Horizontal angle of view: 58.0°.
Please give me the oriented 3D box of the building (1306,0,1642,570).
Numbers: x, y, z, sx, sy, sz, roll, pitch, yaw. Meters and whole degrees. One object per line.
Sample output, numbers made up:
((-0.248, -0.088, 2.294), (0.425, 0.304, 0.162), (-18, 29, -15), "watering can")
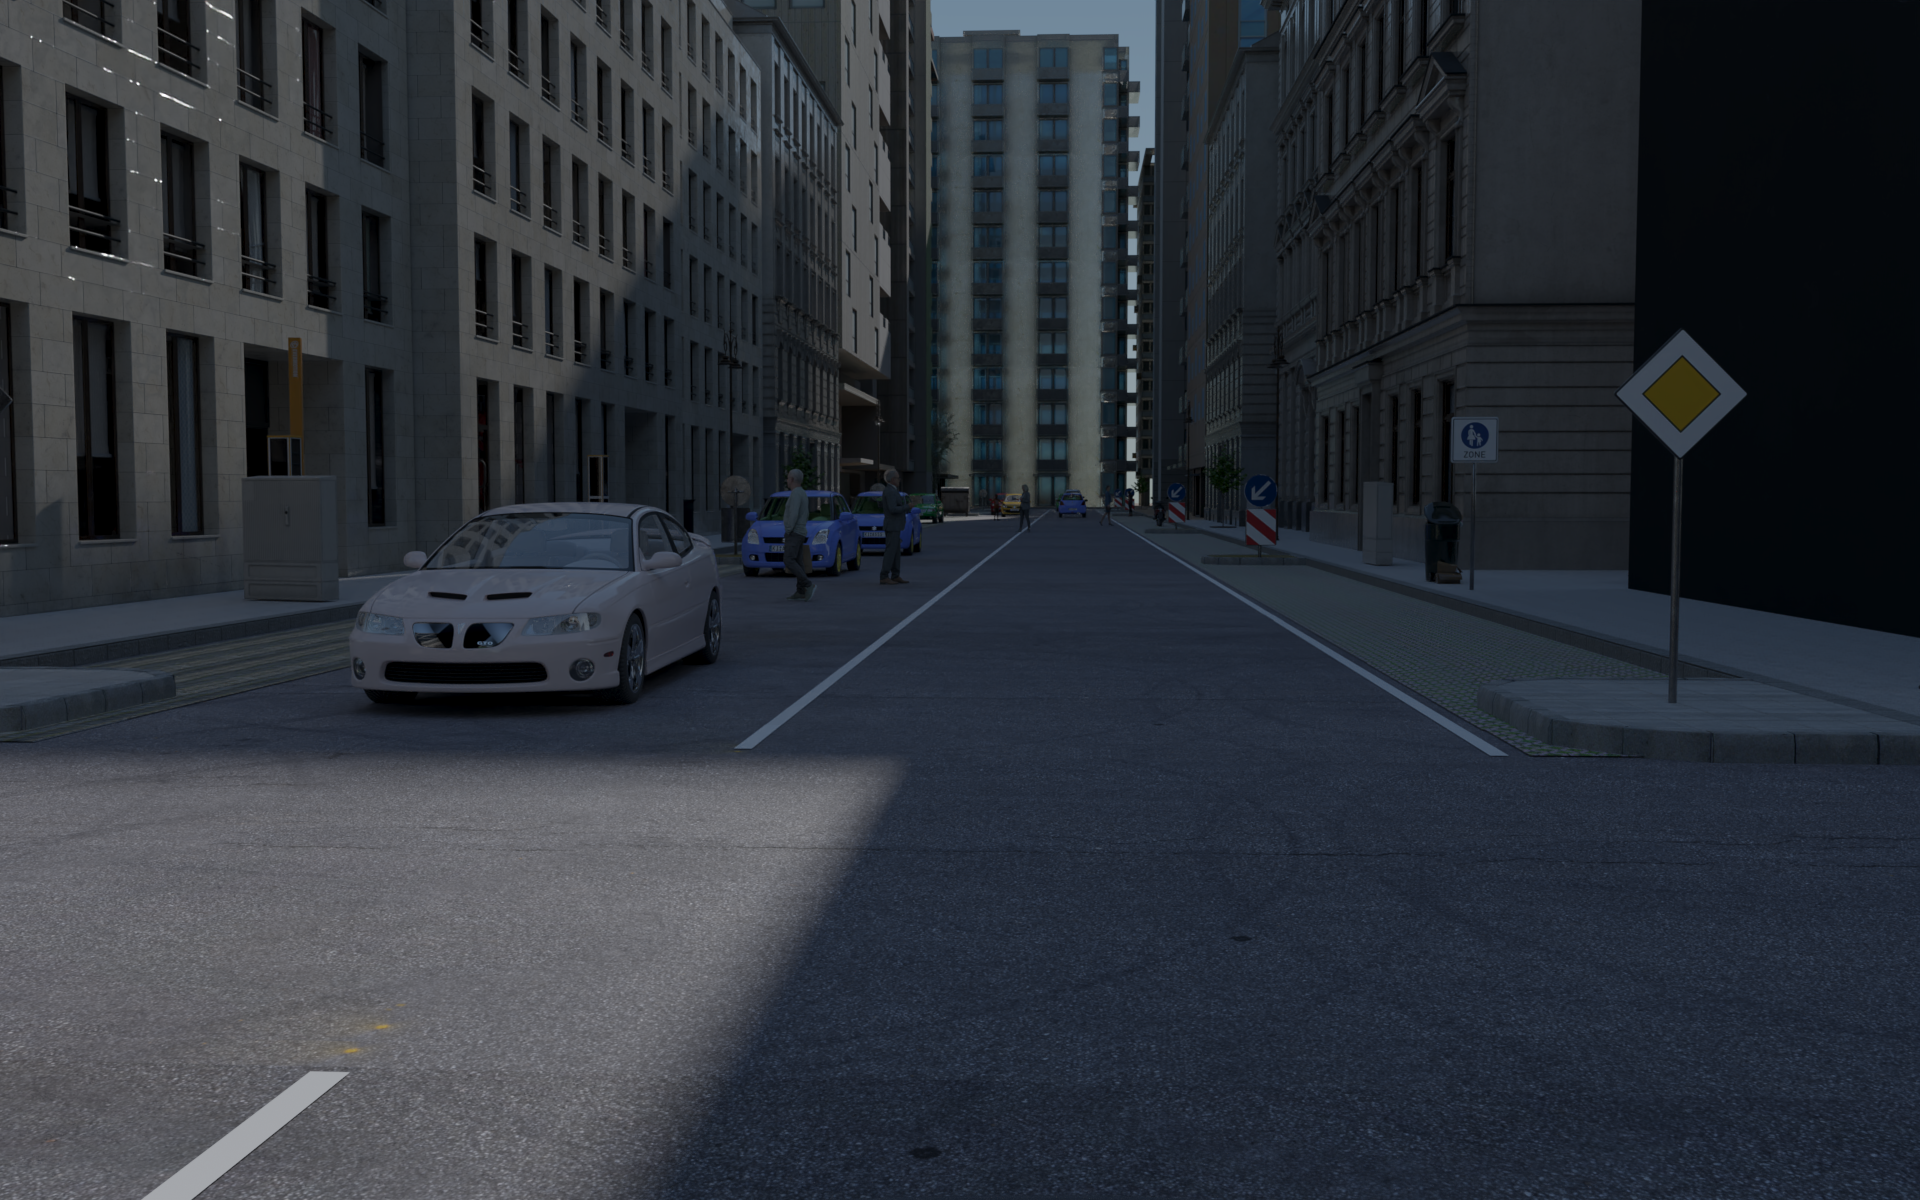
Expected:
((13.680, -10.571, 37.456), (10.561, 19.102, 19.286), (0, 4, 4), "building")

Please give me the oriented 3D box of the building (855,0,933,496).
((-9.490, -26.742, 120.823), (14.154, 41.232, 14.086), (0, 4, 4), "building")

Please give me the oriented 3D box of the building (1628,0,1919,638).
((16.557, -11.405, 16.142), (15.834, 23.373, 12.332), (0, 4, 4), "building")

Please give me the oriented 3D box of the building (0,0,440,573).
((-13.069, -11.175, 37.464), (10.420, 20.320, 16.860), (0, 4, 4), "building")

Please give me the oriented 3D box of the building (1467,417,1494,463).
((52.925, -23.189, 150.845), (14.107, 30.474, 14.160), (0, 4, 4), "building")

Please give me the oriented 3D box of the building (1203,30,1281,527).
((16.226, -13.883, 76.133), (9.793, 20.994, 18.267), (0, 4, 4), "building")

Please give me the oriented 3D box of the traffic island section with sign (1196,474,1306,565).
((5.983, -1.648, 35.570), (1.989, 1.847, 2.006), (0, 4, 4), "traffic island section with sign")

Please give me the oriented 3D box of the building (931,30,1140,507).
((3.321, -34.386, 181.817), (30.456, 49.044, 23.786), (0, 4, 4), "building")

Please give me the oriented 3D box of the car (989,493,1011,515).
((3.068, -6.701, 118.602), (2.155, 1.783, 4.494), (0, 4, 4), "car")

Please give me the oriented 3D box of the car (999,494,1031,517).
((3.464, -6.029, 108.798), (2.015, 1.641, 3.980), (0, 4, 3), "car")

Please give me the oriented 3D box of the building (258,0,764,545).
((-12.845, -12.206, 54.312), (10.420, 20.320, 16.860), (0, 4, 4), "building")

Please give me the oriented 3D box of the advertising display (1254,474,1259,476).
((9.716, -3.143, 56.605), (0.123, 1.923, 0.974), (0, 4, 3), "advertising display")

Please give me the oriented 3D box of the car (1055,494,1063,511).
((8.888, -8.255, 143.759), (1.959, 1.807, 4.718), (0, 4, 3), "car")

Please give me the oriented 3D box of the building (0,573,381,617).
((-14.927, -10.151, 20.720), (10.420, 20.320, 16.860), (0, 4, 4), "building")

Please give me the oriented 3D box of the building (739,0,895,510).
((-18.494, -31.254, 100.248), (28.713, 52.752, 27.495), (0, 4, 4), "building")

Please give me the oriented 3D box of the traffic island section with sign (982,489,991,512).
((1.927, -8.022, 139.784), (1.989, 1.847, 2.006), (0, 4, 4), "traffic island section with sign")

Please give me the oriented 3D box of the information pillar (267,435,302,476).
((-8.515, -1.064, 21.893), (0.304, 2.012, 0.304), (0, 4, 7), "information pillar")

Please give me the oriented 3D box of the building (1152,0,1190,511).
((26.789, -36.860, 144.656), (21.231, 58.520, 28.212), (0, 4, 4), "building")

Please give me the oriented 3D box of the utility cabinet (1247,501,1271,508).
((8.646, -2.382, 50.114), (0.306, 1.237, 1.020), (-1, 4, -17), "utility cabinet")

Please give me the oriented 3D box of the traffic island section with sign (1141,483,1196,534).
((7.731, -3.328, 63.048), (1.989, 1.847, 2.006), (0, 4, 4), "traffic island section with sign")

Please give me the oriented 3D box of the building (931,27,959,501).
((-15.215, -30.394, 151.568), (28.867, 44.769, 22.147), (0, 4, 4), "building")

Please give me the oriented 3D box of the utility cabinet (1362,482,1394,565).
((7.587, -1.390, 31.409), (0.318, 1.500, 1.173), (0, 4, 2), "utility cabinet")

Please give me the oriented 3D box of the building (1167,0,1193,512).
((26.391, -30.324, 115.408), (23.786, 49.044, 30.456), (0, 4, 4), "building")

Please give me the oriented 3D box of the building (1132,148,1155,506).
((30.757, -30.134, 184.565), (23.993, 40.220, 32.217), (0, 4, 4), "building")

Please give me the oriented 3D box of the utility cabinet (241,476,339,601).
((-8.029, -0.738, 20.737), (1.173, 1.500, 0.318), (1, 4, 21), "utility cabinet")

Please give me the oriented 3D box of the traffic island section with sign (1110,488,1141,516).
((10.868, -6.340, 112.284), (1.989, 1.847, 2.006), (0, 4, 4), "traffic island section with sign")

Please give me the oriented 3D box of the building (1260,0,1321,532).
((16.399, -13.938, 56.766), (11.050, 23.489, 19.941), (0, 4, 4), "building")

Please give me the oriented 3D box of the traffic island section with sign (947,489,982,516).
((0.222, -6.376, 112.883), (1.989, 1.847, 2.006), (0, 4, 4), "traffic island section with sign")

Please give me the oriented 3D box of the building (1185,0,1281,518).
((19.734, -27.091, 93.047), (14.600, 45.320, 14.200), (0, 4, 4), "building")

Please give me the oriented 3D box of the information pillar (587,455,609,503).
((-6.843, -1.732, 32.812), (0.304, 2.012, 0.304), (1, 4, 11), "information pillar")

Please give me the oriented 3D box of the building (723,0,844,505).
((-10.855, -13.658, 72.452), (9.793, 20.994, 18.267), (0, 4, 4), "building")

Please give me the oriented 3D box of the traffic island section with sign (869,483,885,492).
((-2.949, -3.327, 63.025), (1.989, 1.847, 2.006), (0, 4, 4), "traffic island section with sign")

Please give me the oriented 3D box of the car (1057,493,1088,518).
((6.904, -5.926, 106.483), (1.945, 1.707, 3.694), (0, 4, 3), "car")

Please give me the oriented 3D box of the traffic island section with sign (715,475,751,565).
((-4.687, -1.667, 35.883), (1.989, 1.847, 2.006), (0, 4, 4), "traffic island section with sign")
